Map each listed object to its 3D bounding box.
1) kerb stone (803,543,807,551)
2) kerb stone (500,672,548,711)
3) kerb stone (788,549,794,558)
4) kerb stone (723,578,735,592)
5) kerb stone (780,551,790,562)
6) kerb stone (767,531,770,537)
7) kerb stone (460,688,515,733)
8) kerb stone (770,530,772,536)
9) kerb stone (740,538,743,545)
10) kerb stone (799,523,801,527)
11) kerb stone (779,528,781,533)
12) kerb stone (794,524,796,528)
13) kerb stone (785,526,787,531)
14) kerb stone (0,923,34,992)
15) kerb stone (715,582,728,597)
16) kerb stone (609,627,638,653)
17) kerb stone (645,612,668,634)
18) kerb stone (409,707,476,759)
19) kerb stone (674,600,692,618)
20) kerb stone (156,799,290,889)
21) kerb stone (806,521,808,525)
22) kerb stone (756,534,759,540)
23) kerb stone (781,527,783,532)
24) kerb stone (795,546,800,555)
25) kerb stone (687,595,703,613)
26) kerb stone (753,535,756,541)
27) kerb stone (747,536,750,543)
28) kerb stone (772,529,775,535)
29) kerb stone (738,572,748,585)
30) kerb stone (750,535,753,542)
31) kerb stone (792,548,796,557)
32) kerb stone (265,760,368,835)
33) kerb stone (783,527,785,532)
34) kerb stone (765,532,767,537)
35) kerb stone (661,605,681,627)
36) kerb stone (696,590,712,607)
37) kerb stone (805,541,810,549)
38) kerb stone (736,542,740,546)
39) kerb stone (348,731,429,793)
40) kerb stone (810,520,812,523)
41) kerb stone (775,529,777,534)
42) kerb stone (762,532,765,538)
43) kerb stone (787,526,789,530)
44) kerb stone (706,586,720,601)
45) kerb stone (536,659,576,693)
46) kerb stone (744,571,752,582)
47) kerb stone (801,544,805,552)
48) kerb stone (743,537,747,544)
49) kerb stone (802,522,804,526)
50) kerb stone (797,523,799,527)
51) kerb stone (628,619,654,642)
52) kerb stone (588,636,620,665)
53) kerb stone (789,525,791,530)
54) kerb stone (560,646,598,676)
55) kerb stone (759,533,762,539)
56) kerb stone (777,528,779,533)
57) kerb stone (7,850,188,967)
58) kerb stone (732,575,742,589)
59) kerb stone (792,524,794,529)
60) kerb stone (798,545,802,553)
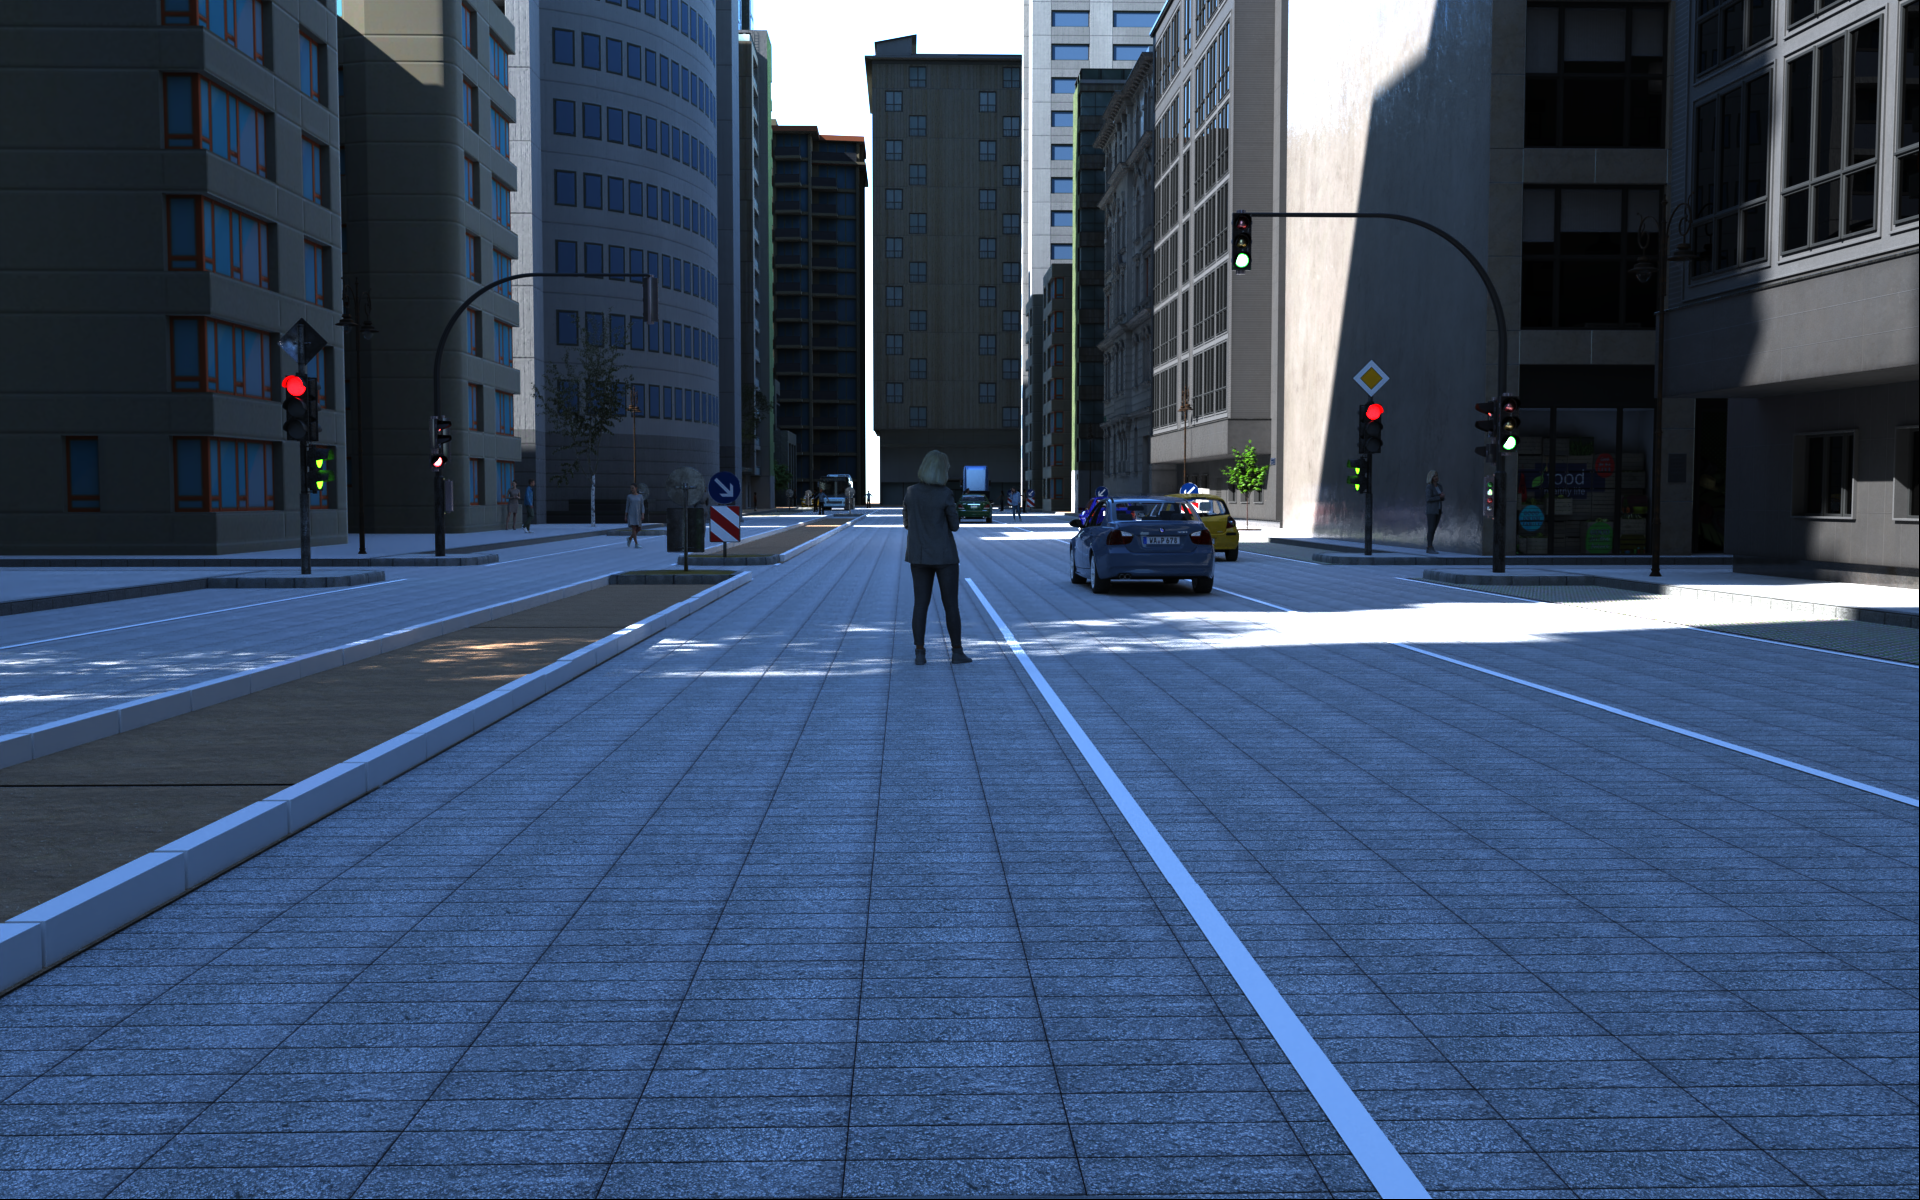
[{"bbox_3d":[-3.961,-1.280,43.165,0.120,0.150,1.000,0,4,-2],"label":"kerb stone"},{"bbox_3d":[-3.005,0.633,11.852,0.120,0.150,1.000,0,4,-2],"label":"kerb stone"},{"bbox_3d":[-3.801,-0.967,38.037,0.120,0.150,1.000,0,4,-2],"label":"kerb stone"},{"bbox_3d":[-3.414,-0.183,25.184,0.120,0.150,1.000,0,4,-2],"label":"kerb stone"},{"bbox_3d":[-3.777,-0.906,37.015,0.120,0.150,1.000,0,4,-2],"label":"kerb stone"},{"bbox_3d":[-6.492,-2.156,57.462,0.120,0.150,1.000,0,4,-2],"label":"kerb stone"},{"bbox_3d":[-2.972,0.697,10.830,0.120,0.150,1.000,0,4,-2],"label":"kerb stone"},{"bbox_3d":[-6.526,-2.219,58.483,0.120,0.150,1.000,0,4,-2],"label":"kerb stone"},{"bbox_3d":[-6.210,-1.592,48.222,0.120,0.150,1.000,0,4,-2],"label":"kerb stone"},{"bbox_3d":[-6.992,-3.154,73.854,0.120,0.150,1.000,0,4,-2],"label":"kerb stone"},{"bbox_3d":[-6.652,-2.470,62.581,0.120,0.150,1.000,0,4,-2],"label":"kerb stone"},{"bbox_3d":[-6.897,-2.970,70.784,0.120,0.150,1.000,0,4,-2],"label":"kerb stone"},{"bbox_3d":[-6.743,-2.658,65.652,0.120,0.150,1.000,0,4,-2],"label":"kerb stone"},{"bbox_3d":[-2.793,1.071,4.681,0.120,0.150,1.000,0,4,-2],"label":"kerb stone"},{"bbox_3d":[-3.378,-0.120,24.158,0.120,0.150,1.000,0,4,-2],"label":"kerb stone"},{"bbox_3d":[-3.130,0.382,15.951,0.120,0.150,1.000,0,4,-2],"label":"kerb stone"},{"bbox_3d":[-3.192,0.260,17.995,0.120,0.150,1.000,0,4,-2],"label":"kerb stone"},{"bbox_3d":[-2.942,0.758,9.809,0.120,0.150,1.000,0,4,-2],"label":"kerb stone"},{"bbox_3d":[-3.256,0.132,20.041,0.120,0.150,1.000,0,4,-2],"label":"kerb stone"},{"bbox_3d":[-2.855,0.946,6.735,0.120,0.150,1.000,0,4,-2],"label":"kerb stone"},{"bbox_3d":[-7.146,-3.473,78.982,0.120,0.150,1.000,0,4,-2],"label":"kerb stone"},{"bbox_3d":[-6.377,-1.906,53.360,0.120,0.150,1.000,0,4,-2],"label":"kerb stone"},{"bbox_3d":[-6.675,-2.533,63.609,0.120,0.150,1.000,0,4,-2],"label":"kerb stone"},{"bbox_3d":[-3.864,-1.094,40.080,0.120,0.150,1.000,0,4,-2],"label":"kerb stone"},{"bbox_3d":[-3.279,0.078,21.068,0.120,0.150,1.000,0,4,-2],"label":"kerb stone"},{"bbox_3d":[-6.347,-1.843,52.330,0.120,0.150,1.000,0,4,-2],"label":"kerb stone"},{"bbox_3d":[-6.272,-1.717,50.275,0.120,0.150,1.000,0,4,-2],"label":"kerb stone"},{"bbox_3d":[-6.554,-2.277,59.506,0.120,0.150,1.000,0,4,-2],"label":"kerb stone"},{"bbox_3d":[-3.473,-0.308,27.232,0.120,0.150,1.000,0,4,-2],"label":"kerb stone"},{"bbox_3d":[-6.311,-1.780,51.302,0.120,0.150,1.000,0,4,-2],"label":"kerb stone"},{"bbox_3d":[-3.838,-1.031,39.058,0.120,0.150,1.000,0,4,-2],"label":"kerb stone"},{"bbox_3d":[-2.881,0.883,7.765,0.120,0.150,1.000,0,4,-2],"label":"kerb stone"},{"bbox_3d":[-6.709,-2.595,64.630,0.120,0.150,1.000,0,4,-2],"label":"kerb stone"},{"bbox_3d":[-6.463,-2.094,56.437,0.120,0.150,1.000,0,4,-2],"label":"kerb stone"},{"bbox_3d":[-3.214,0.194,19.020,0.120,0.150,1.000,0,4,-2],"label":"kerb stone"},{"bbox_3d":[-3.315,0.006,22.096,0.120,0.150,1.000,0,4,-2],"label":"kerb stone"},{"bbox_3d":[-3.987,-1.346,44.202,0.120,0.150,1.000,0,4,-2],"label":"kerb stone"},{"bbox_3d":[-6.178,-1.529,47.194,0.120,0.150,1.000,0,4,-2],"label":"kerb stone"},{"bbox_3d":[-2.909,0.820,8.786,0.120,0.150,1.000,0,4,-2],"label":"kerb stone"},{"bbox_3d":[-7.242,-3.658,82.051,0.120,0.150,1.000,0,4,-2],"label":"kerb stone"},{"bbox_3d":[-6.580,-2.345,60.535,0.120,0.150,1.000,0,4,-2],"label":"kerb stone"},{"bbox_3d":[-6.431,-2.031,55.407,0.120,0.150,1.000,0,4,-2],"label":"kerb stone"},{"bbox_3d":[-6.772,-2.721,66.686,0.120,0.150,1.000,0,4,-2],"label":"kerb stone"},{"bbox_3d":[-3.351,-0.057,23.128,0.120,0.150,1.000,0,4,-2],"label":"kerb stone"},{"bbox_3d":[-3.035,0.578,12.878,0.120,0.150,1.000,0,4,-2],"label":"kerb stone"},{"bbox_3d":[-3.501,-0.371,28.253,0.120,0.150,1.000,0,4,-2],"label":"kerb stone"},{"bbox_3d":[-3.932,-1.219,42.133,0.120,0.150,1.000,0,4,-2],"label":"kerb stone"},{"bbox_3d":[-6.246,-1.655,49.253,0.120,0.150,1.000,0,4,-2],"label":"kerb stone"},{"bbox_3d":[-7.052,-3.285,75.904,0.120,0.150,1.000,0,4,-2],"label":"kerb stone"},{"bbox_3d":[-6.955,-3.097,72.830,0.120,0.150,1.000,0,4,-2],"label":"kerb stone"},{"bbox_3d":[-3.163,0.321,16.973,0.120,0.150,1.000,0,4,-2],"label":"kerb stone"},{"bbox_3d":[-3.101,0.444,14.930,0.120,0.150,1.000,0,4,-2],"label":"kerb stone"},{"bbox_3d":[-6.812,-2.784,67.707,0.120,0.150,1.000,0,4,-2],"label":"kerb stone"},{"bbox_3d":[-3.074,0.507,13.900,0.120,0.150,1.000,0,4,-2],"label":"kerb stone"},{"bbox_3d":[-6.405,-1.965,54.382,0.120,0.150,1.000,0,4,-2],"label":"kerb stone"},{"bbox_3d":[-6.622,-2.408,61.560,0.120,0.150,1.000,0,4,-2],"label":"kerb stone"},{"bbox_3d":[-2.822,1.009,5.703,0.120,0.150,1.000,0,4,-2],"label":"kerb stone"},{"bbox_3d":[-3.445,-0.241,26.210,0.120,0.150,1.000,0,4,-2],"label":"kerb stone"},{"bbox_3d":[-6.872,-2.909,69.755,0.120,0.150,1.000,0,4,-2],"label":"kerb stone"},{"bbox_3d":[-3.894,-1.155,41.112,0.120,0.150,1.000,0,4,-2],"label":"kerb stone"}]
